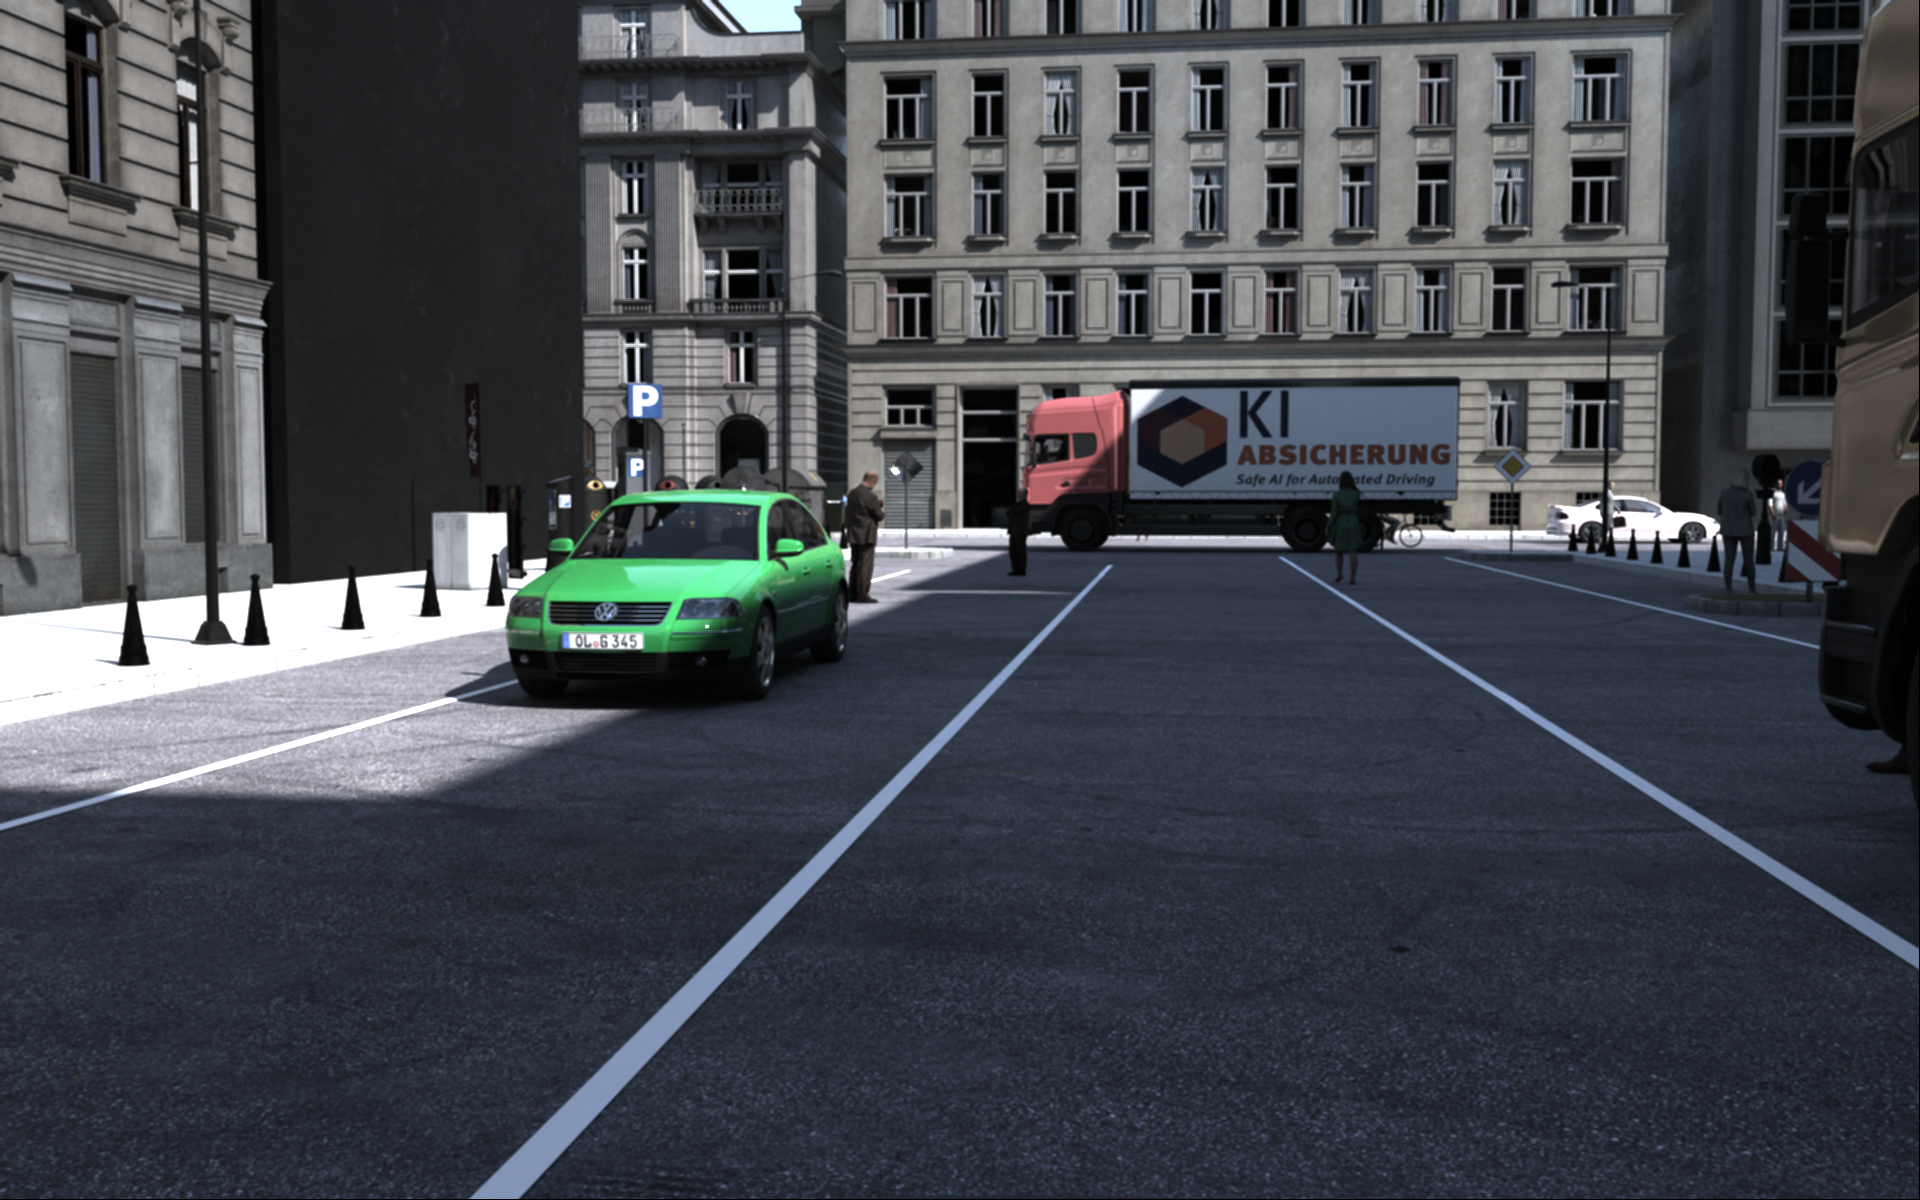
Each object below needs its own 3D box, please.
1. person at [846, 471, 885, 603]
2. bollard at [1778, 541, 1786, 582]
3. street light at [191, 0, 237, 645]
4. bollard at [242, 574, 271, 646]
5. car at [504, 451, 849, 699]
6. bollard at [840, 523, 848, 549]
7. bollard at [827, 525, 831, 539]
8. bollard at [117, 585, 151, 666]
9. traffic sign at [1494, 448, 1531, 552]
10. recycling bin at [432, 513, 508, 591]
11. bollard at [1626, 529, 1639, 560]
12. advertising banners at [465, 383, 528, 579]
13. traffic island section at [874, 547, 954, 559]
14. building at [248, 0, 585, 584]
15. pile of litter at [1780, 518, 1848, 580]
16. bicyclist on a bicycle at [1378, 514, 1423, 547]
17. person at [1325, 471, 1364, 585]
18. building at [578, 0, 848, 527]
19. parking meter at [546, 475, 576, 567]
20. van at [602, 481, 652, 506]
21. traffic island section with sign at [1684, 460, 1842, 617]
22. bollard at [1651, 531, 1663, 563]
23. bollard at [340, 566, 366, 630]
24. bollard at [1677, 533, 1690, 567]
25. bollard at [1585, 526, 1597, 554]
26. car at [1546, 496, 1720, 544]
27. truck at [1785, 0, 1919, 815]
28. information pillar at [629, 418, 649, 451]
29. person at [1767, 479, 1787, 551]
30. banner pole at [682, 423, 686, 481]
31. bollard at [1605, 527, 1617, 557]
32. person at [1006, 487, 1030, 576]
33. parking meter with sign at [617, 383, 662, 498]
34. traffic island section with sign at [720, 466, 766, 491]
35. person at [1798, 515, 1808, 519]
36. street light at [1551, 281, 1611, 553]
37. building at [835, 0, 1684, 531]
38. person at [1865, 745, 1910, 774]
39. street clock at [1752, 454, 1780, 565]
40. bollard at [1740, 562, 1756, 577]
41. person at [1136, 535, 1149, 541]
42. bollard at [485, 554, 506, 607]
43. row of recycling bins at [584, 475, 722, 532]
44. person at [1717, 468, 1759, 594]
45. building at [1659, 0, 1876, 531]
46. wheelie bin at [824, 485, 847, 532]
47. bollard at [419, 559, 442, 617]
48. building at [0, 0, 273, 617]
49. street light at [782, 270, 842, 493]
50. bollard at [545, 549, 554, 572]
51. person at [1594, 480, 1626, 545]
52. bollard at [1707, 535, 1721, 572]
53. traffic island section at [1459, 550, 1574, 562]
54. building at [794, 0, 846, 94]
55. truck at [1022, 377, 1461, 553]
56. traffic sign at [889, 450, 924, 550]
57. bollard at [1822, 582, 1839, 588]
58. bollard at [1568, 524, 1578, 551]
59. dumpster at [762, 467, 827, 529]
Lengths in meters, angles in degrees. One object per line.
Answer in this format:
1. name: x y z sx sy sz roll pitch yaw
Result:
1. person: -1.229 -0.837 22.865 0.565 1.739 0.600 1 4 23
2. bollard: 12.051 -0.563 25.243 0.229 0.601 0.229 0 3 0
3. street light: -5.869 -2.573 14.609 1.470 5.913 1.316 0 4 7
4. bollard: -5.982 0.081 14.712 0.229 0.601 0.229 0 3 0
5. car: -2.051 -0.293 13.582 1.959 1.807 4.718 0 4 7
6. bollard: -2.717 -1.490 40.399 0.229 0.601 0.229 0 3 0
7. bollard: -2.937 -1.385 38.691 0.229 0.601 0.229 0 3 0
8. bollard: -6.201 0.187 12.984 0.229 0.601 0.229 0 3 0
9. traffic sign: 12.149 -2.110 38.133 0.795 2.450 0.064 0 4 7
10. recycling bin: -6.609 -0.661 23.370 0.722 1.027 0.722 2 4 28
11. bollard: 13.139 -1.087 33.819 0.229 0.601 0.229 0 3 0
12. advertising banners: -7.215 -1.874 26.831 0.090 3.025 2.074 -3 5 -39
13. traffic island section: -1.259 -1.078 39.912 2.009 0.180 2.903 0 4 7
14. building: -16.576 -12.311 30.961 15.834 23.373 12.332 0 4 7
15. pile of litter: 13.207 -0.762 26.426 1.176 0.858 1.719 1 4 13
16. bicyclist on a bicycle: 11.648 -2.239 46.636 1.625 1.676 1.499 0 4 5
17. person: 6.138 -1.151 27.560 0.600 1.795 0.529 -1 4 -11
18. building: -16.210 -13.913 69.285 24.055 21.916 13.314 0 4 7
19. parking meter: -5.240 -0.877 22.748 0.372 1.533 0.369 0 3 0
20. van: -10.500 -2.990 55.894 4.112 2.044 2.013 0 4 6
21. traffic island section with sign: 10.011 -0.764 21.116 1.989 1.847 2.006 0 4 7
22. bollard: 12.919 -0.982 32.092 0.229 0.601 0.229 0 3 0
23. bollard: -5.760 -0.023 16.420 0.229 0.601 0.229 0 3 0
24. bollard: 12.704 -0.877 30.383 0.229 0.601 0.229 0 3 0
25. bollard: 13.578 -1.297 37.247 0.229 0.601 0.229 0 3 0
26. car: 19.759 -2.357 50.892 4.827 1.381 2.083 0 4 8
27. truck: 4.502 -0.850 2.804 2.839 4.237 11.283 0 4 6
28. information pillar: -7.612 -3.048 41.183 0.504 3.616 0.183 1 4 15
29. person: 19.713 -2.023 41.726 0.875 1.805 0.789 -2 4 -25
30. banner pole: -9.660 -4.319 60.636 0.401 3.779 0.863 -1 4 -8
31. bollard: 13.357 -1.193 35.539 0.229 0.601 0.229 0 3 0
32. person: 1.022 -1.197 30.346 0.388 1.546 0.482 -1 4 -18
33. parking meter with sign: -5.291 -1.955 28.221 0.543 3.016 1.738 -1 4 -22
34. traffic island section with sign: -3.014 -0.904 23.407 1.989 1.847 2.006 0 4 7
35. person: 21.415 -2.161 43.815 0.713 1.824 0.794 2 4 33
36. street light: 13.600 -3.997 37.900 1.470 5.913 1.316 0 4 7
37. building: 10.903 -14.355 67.986 30.059 22.955 16.112 0 4 7
38. person: 5.108 -0.028 8.873 0.836 1.842 0.656 1 4 15
39. street clock: 14.644 -1.648 31.516 0.471 2.002 0.358 -2 4 -27
40. bollard: 12.272 -0.668 26.959 0.229 0.601 0.229 0 3 0
41. person: 5.523 -2.715 53.079 0.537 1.800 0.526 1 4 16
42. bollard: -5.323 -0.232 19.840 0.229 0.601 0.229 0 3 0
43. row of recycling bins: -6.865 -1.913 38.396 3.534 1.692 1.069 0 4 -5
44. person: 10.941 -0.960 24.373 0.526 1.800 0.537 -3 4 -38
45. building: 41.053 -14.904 62.750 30.058 24.678 14.314 0 4 7
46. wheelie bin: -4.219 -3.065 58.017 0.980 1.594 0.693 0 4 4
47. bollard: -5.547 -0.128 18.133 0.229 0.601 0.229 0 3 0
48. building: -15.090 -10.121 14.622 9.793 20.994 18.267 0 4 7
49. street light: -3.146 -3.893 36.195 1.470 5.913 1.316 0 4 7
50. bollard: -5.107 -0.337 21.557 0.229 0.601 0.229 0 3 0
51. person: 18.030 -2.416 48.130 0.853 1.813 0.709 3 4 38
52. bollard: 12.488 -0.773 28.675 0.229 0.601 0.229 0 3 0
53. traffic island section: 12.174 -0.974 38.207 2.009 0.180 2.903 0 4 7
54. building: -2.825 -32.438 154.055 21.300 48.544 21.600 0 4 7
55. truck: 6.566 -3.336 43.455 11.283 4.237 2.839 1 4 9
56. traffic sign: -1.235 -2.214 39.847 0.795 2.450 0.064 0 4 7
57. bollard: 11.838 -0.458 23.533 0.229 0.601 0.229 0 3 0
58. bollard: 13.792 -1.401 38.956 0.229 0.601 0.229 0 3 0
59. dumpster: -3.732 -1.992 38.320 1.264 1.857 1.865 0 4 7
